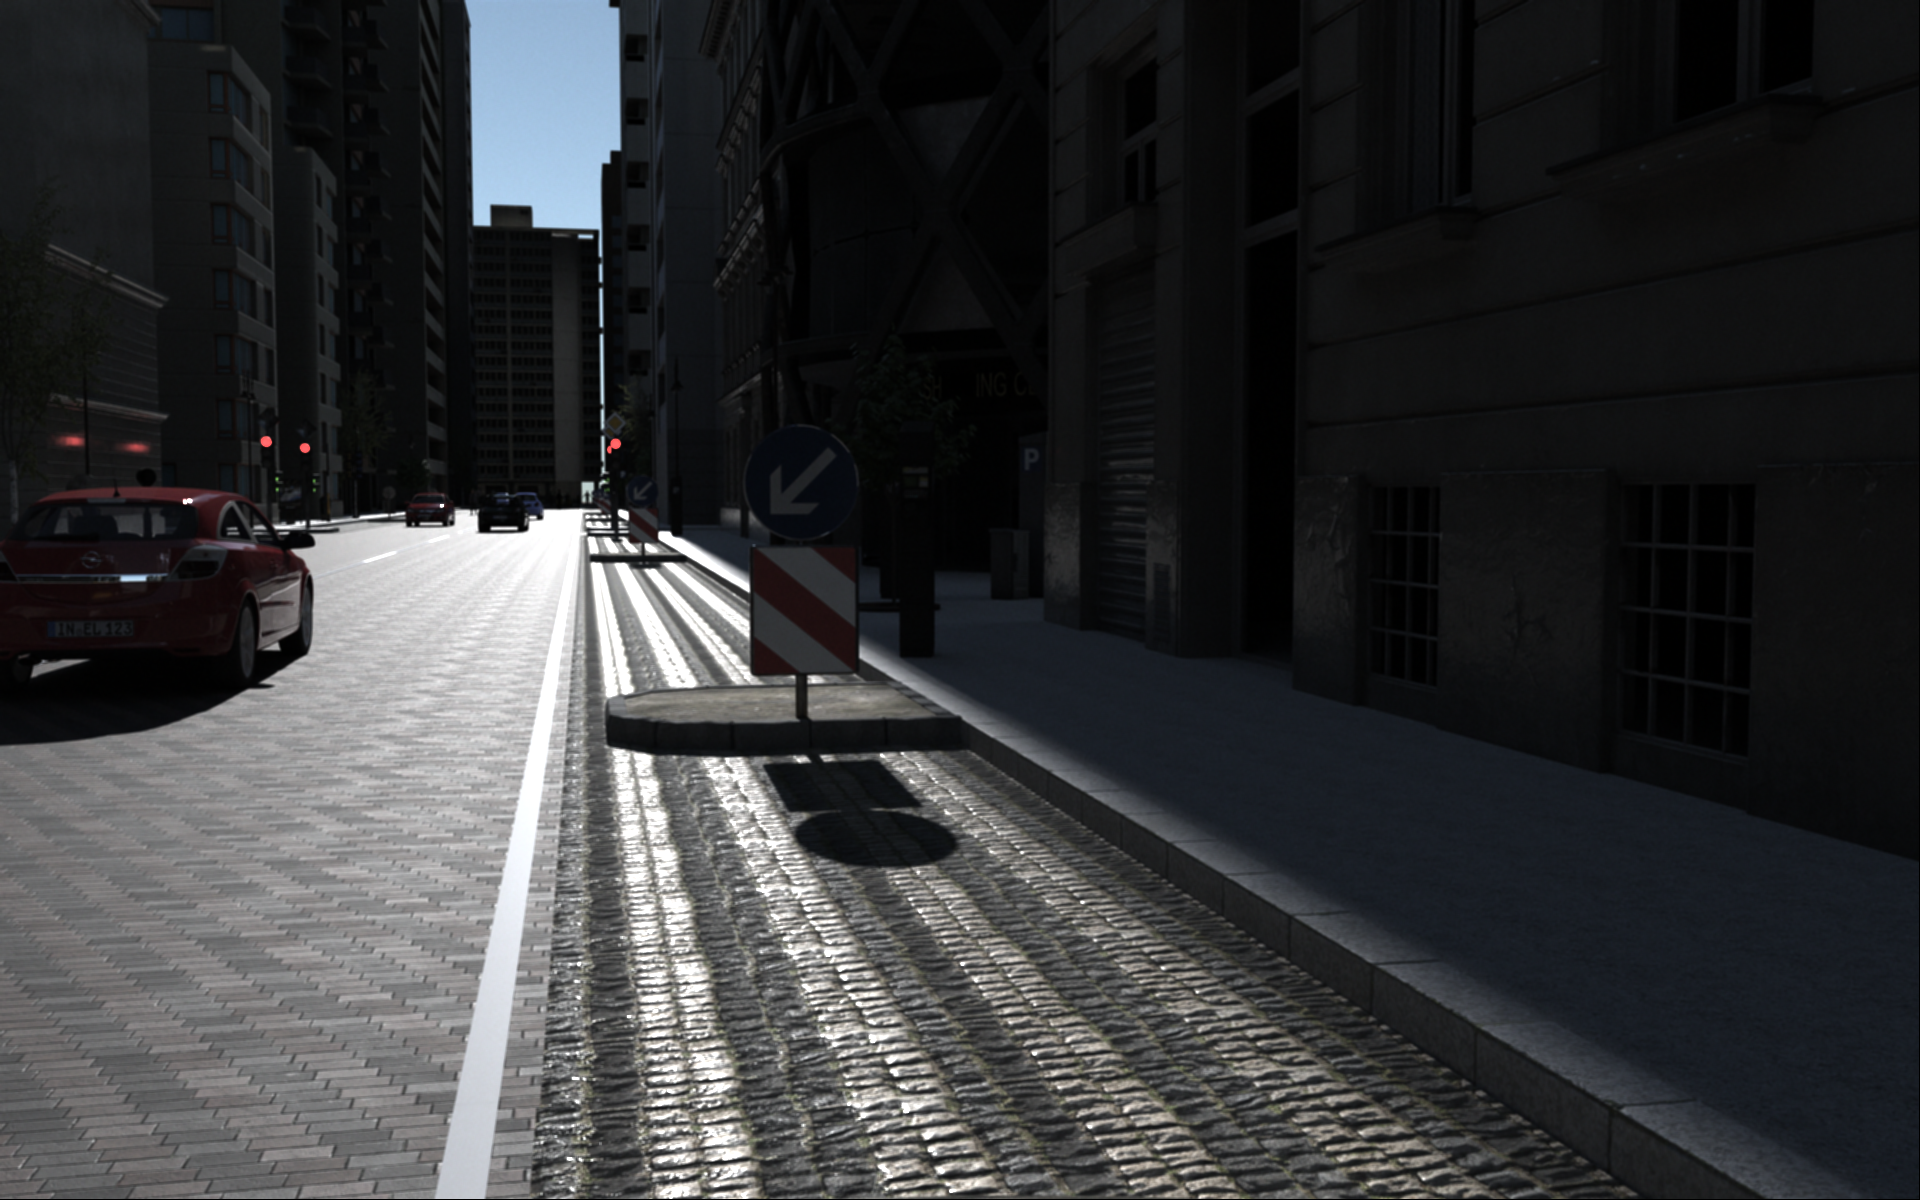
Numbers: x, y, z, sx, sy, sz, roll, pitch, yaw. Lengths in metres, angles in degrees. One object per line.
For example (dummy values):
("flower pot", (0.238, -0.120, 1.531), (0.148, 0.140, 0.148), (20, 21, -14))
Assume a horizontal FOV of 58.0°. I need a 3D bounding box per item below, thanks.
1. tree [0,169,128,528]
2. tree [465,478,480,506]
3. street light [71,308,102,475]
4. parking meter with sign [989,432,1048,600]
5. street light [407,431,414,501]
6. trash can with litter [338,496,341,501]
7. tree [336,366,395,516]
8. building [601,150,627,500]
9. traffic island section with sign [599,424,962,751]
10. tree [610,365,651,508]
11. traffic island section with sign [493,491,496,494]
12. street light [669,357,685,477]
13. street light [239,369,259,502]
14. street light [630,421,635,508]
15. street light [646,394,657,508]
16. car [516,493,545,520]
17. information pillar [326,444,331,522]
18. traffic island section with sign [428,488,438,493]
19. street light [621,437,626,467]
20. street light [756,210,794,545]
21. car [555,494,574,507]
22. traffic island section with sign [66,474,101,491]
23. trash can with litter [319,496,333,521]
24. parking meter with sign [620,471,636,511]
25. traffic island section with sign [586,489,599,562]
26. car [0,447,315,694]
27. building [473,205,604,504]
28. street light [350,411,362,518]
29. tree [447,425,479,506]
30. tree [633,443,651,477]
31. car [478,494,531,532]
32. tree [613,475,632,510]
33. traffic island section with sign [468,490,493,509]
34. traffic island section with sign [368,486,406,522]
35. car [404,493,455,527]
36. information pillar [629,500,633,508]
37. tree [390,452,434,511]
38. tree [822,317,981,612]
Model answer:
("tree", (-21.261, -5.436, 39.233), (4.737, 8.622, 4.395), (0, 3, 0))
("tree", (-53.542, -11.908, 189.295), (1.663, 3.219, 1.824), (0, 3, 0))
("street light", (-21.740, -4.300, 43.098), (0.468, 5.910, 1.993), (-1, 4, -12))
("parking meter with sign", (1.065, -1.550, 21.596), (0.543, 3.016, 1.738), (3, 5, 39))
("street light", (-39.324, -9.259, 124.165), (0.468, 5.910, 1.993), (-1, 4, -12))
("trash can with litter", (-34.886, -5.183, 96.128), (1.055, 1.170, 0.624), (-2, 4, -26))
("tree", (-34.607, -9.100, 99.153), (4.737, 8.622, 4.395), (0, 3, 0))
("building", (-40.057, -35.462, 229.915), (14.200, 45.320, 14.600), (-1, 4, -12))
("traffic island section with sign", (-1.162, -0.120, 10.595), (1.989, 1.847, 2.006), (-1, 4, -12))
("tree", (-17.866, -9.133, 99.689), (4.360, 8.622, 3.978), (0, 3, 0))
("traffic island section with sign", (-51.547, -11.180, 191.417), (1.989, 1.847, 2.006), (-1, 4, -12))
("street light", (-9.526, -5.230, 58.291), (0.468, 5.910, 1.993), (-1, 4, -12))
("street light", (-26.258, -5.581, 64.031), (0.468, 5.910, 1.993), (-1, 4, -12))
("street light", (-20.503, -8.308, 108.626), (0.468, 5.910, 1.993), (-1, 4, -12))
("street light", (-14.009, -6.477, 78.682), (0.468, 5.910, 1.993), (-1, 4, -12))
("car", (-24.335, -5.364, 97.285), (1.945, 1.707, 3.694), (-1, 4, -11))
("information pillar", (-29.220, -5.427, 80.078), (0.183, 3.616, 0.504), (-1, 4, -21))
("traffic island section with sign", (-34.956, -6.511, 115.081), (1.989, 1.847, 2.006), (-1, 4, -12))
("street light", (-26.939, -10.133, 138.455), (0.468, 5.910, 1.993), (-1, 4, -12))
("street light", (-3.037, -3.407, 28.500), (0.468, 5.910, 1.993), (-1, 4, -12))
("car", (-44.060, -11.173, 192.899), (2.015, 1.641, 3.980), (-1, 4, -12))
("traffic island section with sign", (-17.351, -1.560, 34.137), (1.989, 1.847, 2.006), (-1, 4, -12))
("trash can with litter", (-30.852, -4.461, 84.320), (0.624, 1.170, 1.055), (-1, 4, -19))
("parking meter with sign", (-24.959, -8.243, 131.031), (0.543, 3.016, 1.738), (2, 4, 25))
("traffic island section with sign", (-6.893, -1.732, 36.944), (1.989, 1.847, 2.006), (-1, 4, -12))
("car", (-6.435, -0.305, 14.035), (2.155, 1.783, 4.494), (-1, 4, -12))
("building", (-60.850, -33.269, 235.829), (23.993, 40.220, 32.217), (-1, 4, -12))
("street light", (-32.850, -7.436, 94.370), (0.468, 5.910, 1.993), (-1, 4, -12))
("tree", (-53.093, -14.316, 184.425), (4.737, 8.622, 4.395), (0, 3, 0))
("tree", (-16.239, -6.819, 95.197), (4.285, 4.588, 4.351), (0, 3, 0))
("car", (-17.725, -3.518, 67.310), (2.009, 1.686, 4.222), (-1, 4, -11))
("tree", (-28.447, -9.274, 146.237), (1.663, 3.219, 1.824), (0, 3, 0))
("traffic island section with sign", (-45.704, -9.536, 164.542), (1.989, 1.847, 2.006), (-1, 4, -12))
("traffic island section with sign", (-29.223, -4.900, 88.741), (1.989, 1.847, 2.006), (-1, 4, -12))
("car", (-23.824, -4.212, 77.913), (2.155, 1.783, 4.494), (-1, 4, -11))
("information pillar", (-23.225, -7.203, 122.268), (0.304, 2.012, 0.304), (0, 4, -6))
("tree", (-42.667, -9.242, 134.818), (4.285, 4.588, 4.351), (0, 3, 0))
("tree", (-0.830, -1.498, 19.100), (1.663, 3.219, 1.824), (0, 3, 0))
